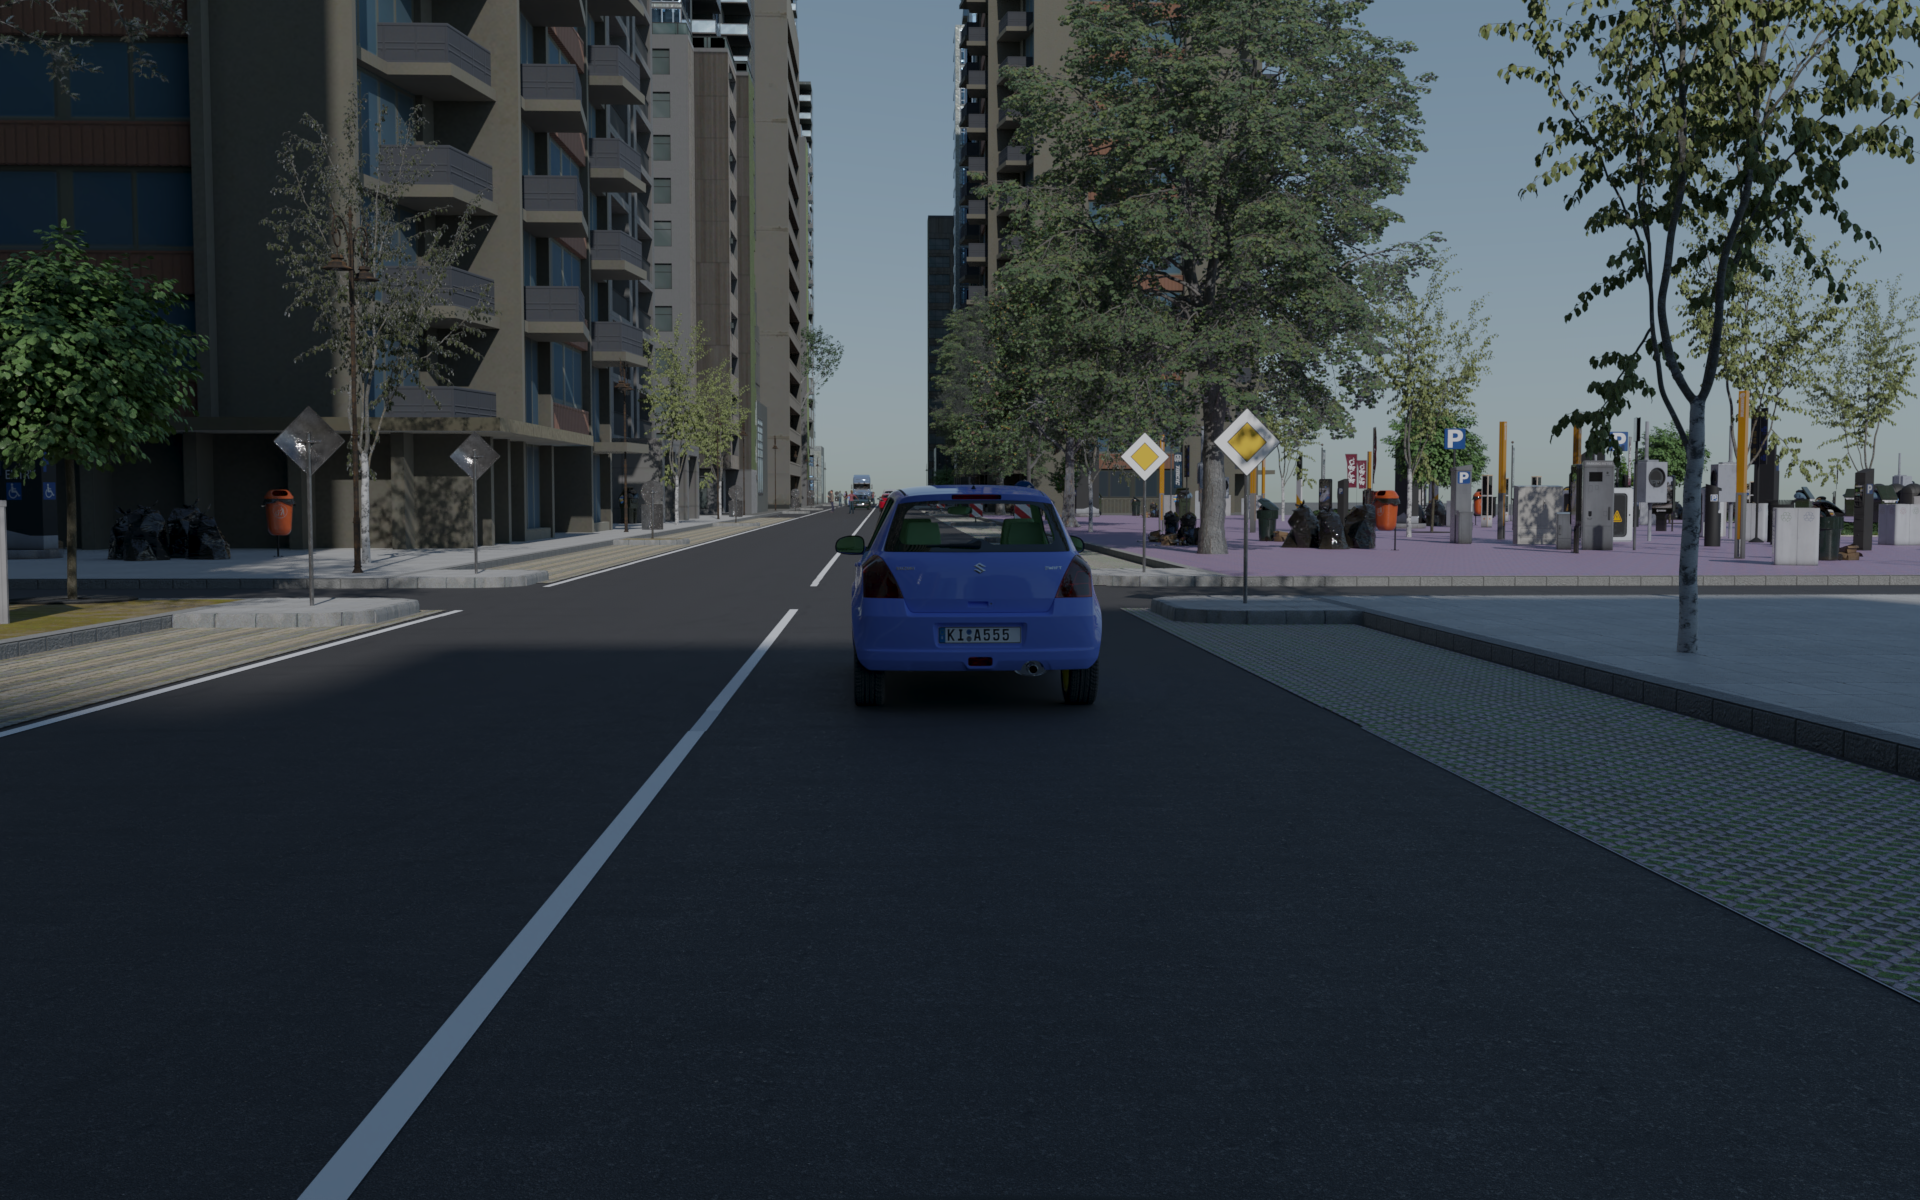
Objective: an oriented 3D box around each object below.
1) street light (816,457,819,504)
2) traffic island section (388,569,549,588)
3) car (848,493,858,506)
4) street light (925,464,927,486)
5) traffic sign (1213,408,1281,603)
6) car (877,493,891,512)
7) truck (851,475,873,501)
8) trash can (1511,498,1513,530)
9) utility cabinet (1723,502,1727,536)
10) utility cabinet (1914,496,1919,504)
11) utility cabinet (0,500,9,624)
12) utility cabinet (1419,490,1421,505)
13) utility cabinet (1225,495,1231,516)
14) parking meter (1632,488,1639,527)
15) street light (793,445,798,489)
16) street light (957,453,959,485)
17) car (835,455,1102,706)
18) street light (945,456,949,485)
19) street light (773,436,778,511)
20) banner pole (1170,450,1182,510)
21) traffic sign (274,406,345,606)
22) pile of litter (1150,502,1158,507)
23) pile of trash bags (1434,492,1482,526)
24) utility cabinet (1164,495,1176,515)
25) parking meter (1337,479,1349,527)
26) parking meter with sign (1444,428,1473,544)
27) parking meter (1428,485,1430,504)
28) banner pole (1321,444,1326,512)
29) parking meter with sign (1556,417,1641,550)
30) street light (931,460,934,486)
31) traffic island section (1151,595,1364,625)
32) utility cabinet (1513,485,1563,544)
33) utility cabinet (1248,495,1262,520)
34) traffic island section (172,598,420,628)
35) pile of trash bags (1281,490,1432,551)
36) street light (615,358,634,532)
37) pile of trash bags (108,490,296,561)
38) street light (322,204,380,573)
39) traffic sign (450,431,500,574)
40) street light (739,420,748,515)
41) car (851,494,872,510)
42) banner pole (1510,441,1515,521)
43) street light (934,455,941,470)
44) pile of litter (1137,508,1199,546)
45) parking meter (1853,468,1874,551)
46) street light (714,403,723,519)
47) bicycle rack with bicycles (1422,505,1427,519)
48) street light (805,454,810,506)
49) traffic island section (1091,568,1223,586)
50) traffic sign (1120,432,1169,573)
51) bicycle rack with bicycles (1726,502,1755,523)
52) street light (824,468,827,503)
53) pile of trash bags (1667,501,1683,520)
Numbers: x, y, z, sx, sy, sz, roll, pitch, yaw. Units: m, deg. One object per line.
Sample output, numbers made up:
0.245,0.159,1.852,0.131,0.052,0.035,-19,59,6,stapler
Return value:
-17.924,-14.991,217.893,0.468,5.910,1.993,0,4,-2,street light
-7.804,-0.342,27.870,2.009,0.180,2.903,0,4,-2,traffic island section
-11.583,-11.261,193.713,1.945,1.707,3.694,0,4,-1,car
-5.060,-17.724,262.577,0.468,5.910,1.993,0,4,-2,street light
3.345,-1.017,20.269,0.795,2.450,0.064,0,4,-2,traffic sign
-5.758,-8.145,142.210,2.155,1.783,4.494,0,4,-2,car
-14.049,-15.734,247.009,2.967,4.110,18.799,0,4,-4,truck
18.985,-2.867,58.521,0.748,1.137,0.748,0,3,0,trash can
22.986,-2.568,53.142,0.306,1.237,1.020,-2,4,-30,utility cabinet
33.917,-3.068,61.325,0.306,1.237,1.020,2,4,30,utility cabinet
-9.842,-0.382,17.410,0.306,1.237,1.020,-3,5,-39,utility cabinet
22.418,-4.754,86.411,0.318,1.500,1.173,-3,4,-38,utility cabinet
15.556,-5.602,102.761,1.020,1.237,0.306,-2,4,-24,utility cabinet
26.315,-3.621,67.606,0.372,1.533,0.369,0,3,0,parking meter
-15.599,-11.730,164.569,0.468,5.910,1.993,0,4,-2,street light
-0.112,-10.793,149.245,0.468,5.910,1.993,0,4,-2,street light
0.024,-0.212,13.060,1.945,1.707,3.694,0,4,-4,car
-1.362,-12.632,179.313,0.468,5.910,1.993,0,4,-2,street light
-14.340,-9.889,134.469,0.468,5.910,1.993,0,4,-2,street light
11.310,-6.182,91.091,0.863,3.779,0.401,-1,4,-18,banner pole
-7.441,-0.990,19.831,0.795,2.450,0.064,0,4,-2,traffic sign
10.395,-4.906,94.181,1.719,0.858,1.176,0,4,-3,pile of litter
19.869,-3.695,70.158,3.447,1.369,1.912,-1,4,-20,pile of trash bags
11.942,-5.383,99.167,1.020,1.237,0.306,2,4,35,utility cabinet
14.540,-3.675,65.790,0.255,1.863,0.399,-2,4,-33,parking meter
13.067,-2.996,45.238,0.543,3.016,1.738,0,4,5,parking meter with sign
27.017,-5.710,99.072,0.399,1.863,0.255,-1,4,-16,parking meter
18.021,-5.869,85.977,0.401,3.779,0.863,2,4,27,banner pole
14.597,-2.655,39.664,1.738,3.016,0.543,1,4,15,parking meter with sign
-3.653,-15.846,231.875,0.468,5.910,1.993,0,4,-2,street light
3.368,0.118,20.347,2.009,0.180,2.903,0,4,-2,traffic island section
14.597,-2.144,43.732,1.173,1.500,0.318,0,4,-6,utility cabinet
14.654,-4.619,86.676,1.020,1.237,0.306,-2,4,-35,utility cabinet
-7.464,0.146,19.892,2.009,0.180,2.903,0,4,-2,traffic island section
9.105,-1.886,40.596,1.912,1.369,3.447,-2,4,-25,pile of trash bags
-11.240,-5.220,58.141,0.468,5.910,1.993,0,4,-2,street light
-15.032,-1.510,34.443,3.447,1.369,1.912,-2,4,-30,pile of trash bags
-9.798,-3.377,27.999,0.468,5.910,1.993,0,4,-2,street light
-7.781,-1.478,27.809,0.795,2.450,0.064,0,4,-2,traffic sign
-13.028,-8.049,104.383,0.468,5.910,1.993,0,4,-2,street light
-9.027,-9.052,157.779,2.009,1.686,4.222,0,4,-1,car
26.130,-5.619,81.883,0.401,3.779,0.863,2,4,27,banner pole
-2.419,-14.016,201.952,0.468,5.910,1.993,0,4,-2,street light
5.486,-1.800,43.391,1.719,0.858,1.176,-2,4,-35,pile of litter
20.534,-2.058,39.365,0.399,1.863,0.255,-2,4,-29,parking meter
-12.314,-7.051,88.071,0.468,5.910,1.993,0,4,-2,street light
21.498,-4.235,82.618,2.852,0.926,2.925,-3,5,-41,bicycle rack with bicycles
-16.542,-13.129,187.454,0.468,5.910,1.993,0,4,-2,street light
3.028,-0.370,28.325,2.009,0.180,2.903,0,4,-2,traffic island section
3.004,-1.505,28.247,0.795,2.450,0.064,0,4,-2,traffic sign
34.620,-3.927,77.582,2.925,0.926,2.852,-2,4,-24,bicycle rack with bicycles
-19.352,-16.862,248.488,0.468,5.910,1.993,0,4,-2,street light
35.652,-4.645,85.692,3.447,1.369,1.912,-1,4,-14,pile of trash bags
